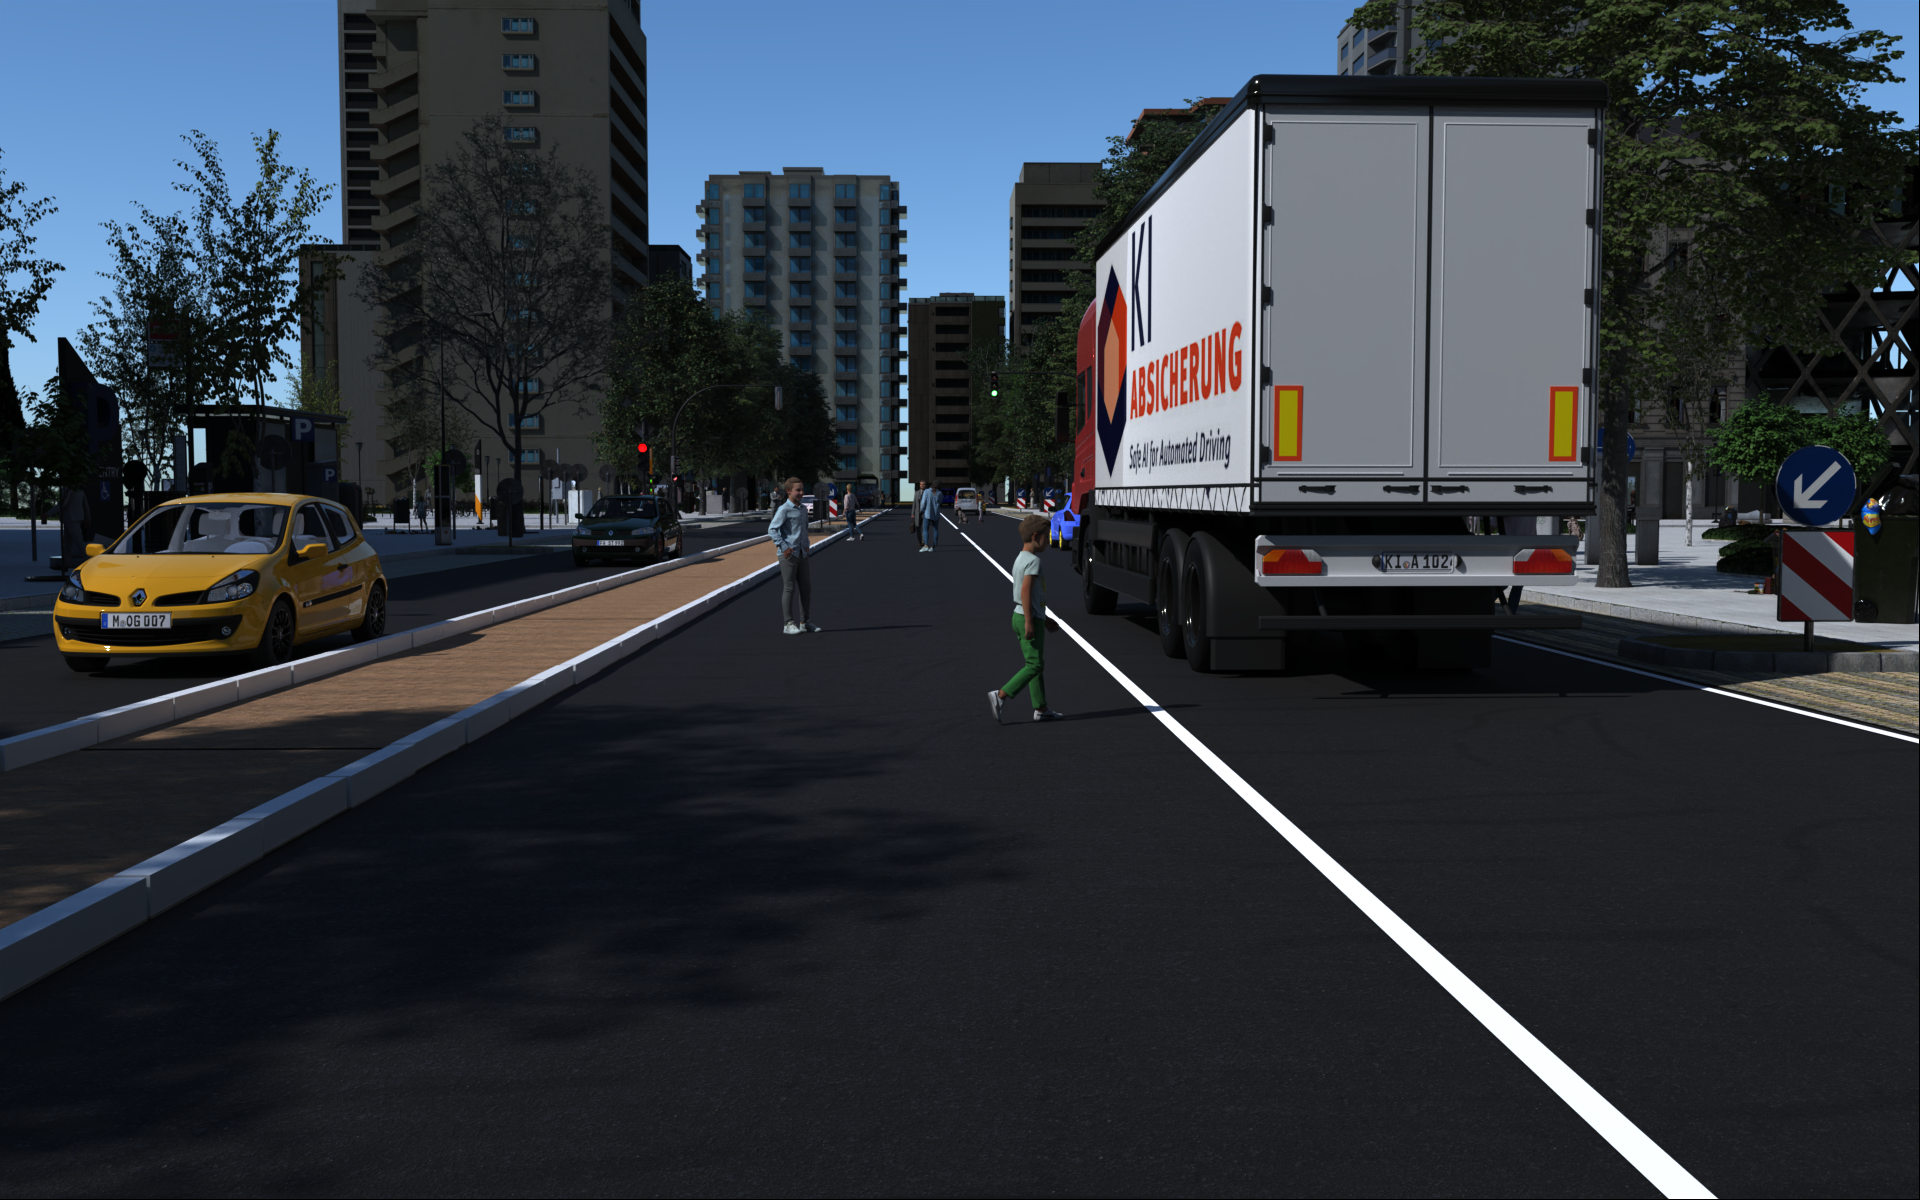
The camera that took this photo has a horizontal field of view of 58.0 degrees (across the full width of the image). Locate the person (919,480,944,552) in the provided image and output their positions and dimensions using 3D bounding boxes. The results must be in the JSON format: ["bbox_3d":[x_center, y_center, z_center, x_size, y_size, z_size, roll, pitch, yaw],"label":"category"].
[{"bbox_3d":[-0.711,-2.101,43.124,0.793,1.790,0.793,3,4,36],"label":"person"}]

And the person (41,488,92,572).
[{"bbox_3d":[-14.570,-1.352,28.427,0.850,1.792,0.678,0,4,-5],"label":"person"}]

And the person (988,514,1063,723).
[{"bbox_3d":[0.408,0.116,10.859,0.590,1.304,0.306,-2,4,-33],"label":"person"}]

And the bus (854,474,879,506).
[{"bbox_3d":[-11.350,-13.525,212.680,2.896,3.916,12.252,0,4,-2],"label":"bus"}]

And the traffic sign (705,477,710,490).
[{"bbox_3d":[-18.927,-7.868,128.744,0.768,2.556,0.104,0,4,4],"label":"traffic sign"}]

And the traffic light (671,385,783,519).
[{"bbox_3d":[-9.783,-5.967,72.232,4.771,5.953,1.251,0,4,-1],"label":"traffic light"}]

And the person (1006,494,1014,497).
[{"bbox_3d":[5.442,-11.055,187.472,0.721,1.739,1.217,3,5,45],"label":"person"}]

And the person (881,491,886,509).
[{"bbox_3d":[-6.948,-9.087,157.789,0.721,1.735,1.217,0,4,8],"label":"person"}]

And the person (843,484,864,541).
[{"bbox_3d":[-3.216,-2.699,53.298,0.598,1.740,0.731,2,4,26],"label":"person"}]

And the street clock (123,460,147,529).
[{"bbox_3d":[-17.473,-1.967,36.731,0.471,2.002,0.358,-2,4,-24],"label":"street clock"}]

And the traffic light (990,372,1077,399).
[{"bbox_3d":[3.482,-5.488,64.394,4.771,5.953,1.251,0,4,-1],"label":"traffic light"}]

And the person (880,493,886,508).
[{"bbox_3d":[-7.949,-10.423,179.445,0.617,1.759,0.750,-1,4,-13],"label":"person"}]

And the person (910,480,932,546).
[{"bbox_3d":[-1.052,-2.378,47.477,0.694,1.812,0.767,1,4,13],"label":"person"}]

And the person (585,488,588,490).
[{"bbox_3d":[-30.633,-8.343,142.633,0.473,1.802,0.592,3,4,36],"label":"person"}]

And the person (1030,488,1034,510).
[{"bbox_3d":[5.932,-8.353,143.161,0.362,1.759,0.519,-1,4,-16],"label":"person"}]

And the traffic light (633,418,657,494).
[{"bbox_3d":[-11.685,-4.602,64.165,0.839,4.253,0.868,0,4,-1],"label":"traffic light"}]

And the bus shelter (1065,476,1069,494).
[{"bbox_3d":[8.169,-8.573,117.802,2.179,5.291,8.768,0,4,-1],"label":"bus shelter"}]

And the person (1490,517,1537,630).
[{"bbox_3d":[5.686,-0.551,18.185,0.731,1.740,0.598,-3,4,-38],"label":"person"}]

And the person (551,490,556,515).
[{"bbox_3d":[-24.361,-5.973,103.884,0.466,1.800,0.511,2,4,32],"label":"person"}]

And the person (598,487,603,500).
[{"bbox_3d":[-26.879,-7.531,129.358,0.728,1.800,0.709,0,4,-3],"label":"person"}]

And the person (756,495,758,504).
[{"bbox_3d":[-18.301,-8.886,154.586,1.065,1.426,0.557,-2,4,-27],"label":"person"}]

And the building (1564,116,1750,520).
[{"bbox_3d":[30.305,-14.776,90.744,18.267,20.994,9.793,0,4,-1],"label":"building"}]

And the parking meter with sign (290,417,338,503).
[{"bbox_3d":[-14.315,-2.605,38.846,1.738,3.016,0.543,3,5,41],"label":"parking meter with sign"}]

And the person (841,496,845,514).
[{"bbox_3d":[-8.163,-6.644,121.385,0.306,1.304,0.590,-2,4,-28],"label":"person"}]

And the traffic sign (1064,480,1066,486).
[{"bbox_3d":[9.050,-8.835,144.554,0.768,2.556,0.104,0,4,5],"label":"traffic sign"}]

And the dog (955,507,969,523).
[{"bbox_3d":[0.218,-4.171,85.026,0.800,0.831,0.513,3,5,39],"label":"dog"}]

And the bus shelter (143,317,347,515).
[{"bbox_3d":[-17.367,-3.936,41.987,2.179,5.291,8.768,0,4,-2],"label":"bus shelter"}]

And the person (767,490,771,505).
[{"bbox_3d":[-21.508,-11.504,194.688,0.434,1.755,0.990,-2,4,-28],"label":"person"}]

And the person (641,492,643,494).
[{"bbox_3d":[-25.817,-8.210,141.113,0.563,1.720,0.643,-3,5,-41],"label":"person"}]

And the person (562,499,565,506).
[{"bbox_3d":[-31.399,-7.753,137.812,0.505,1.210,0.382,-2,4,-31],"label":"person"}]

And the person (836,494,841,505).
[{"bbox_3d":[-14.457,-11.825,202.664,1.217,1.723,0.721,-1,4,-8],"label":"person"}]

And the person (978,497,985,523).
[{"bbox_3d":[1.080,-4.538,86.971,0.394,1.301,0.425,-1,4,-9],"label":"person"}]

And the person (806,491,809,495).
[{"bbox_3d":[-19.639,-13.167,222.131,0.445,1.727,0.742,-2,4,-29],"label":"person"}]

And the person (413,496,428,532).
[{"bbox_3d":[-18.388,-2.935,59.039,0.505,1.210,0.382,-1,4,-12],"label":"person"}]

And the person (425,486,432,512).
[{"bbox_3d":[-37.034,-7.005,120.670,0.850,1.850,0.679,-2,4,-26],"label":"person"}]

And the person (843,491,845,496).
[{"bbox_3d":[-13.315,-11.617,198.368,0.705,1.831,1.348,0,4,-5],"label":"person"}]

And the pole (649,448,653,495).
[{"bbox_3d":[-13.593,-5.035,76.164,0.158,3.312,0.155,0,3,0],"label":"pole"}]

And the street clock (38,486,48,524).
[{"bbox_3d":[-38.761,-4.200,73.235,0.471,2.002,0.358,-3,5,-39],"label":"street clock"}]

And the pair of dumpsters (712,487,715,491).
[{"bbox_3d":[-19.872,-8.715,144.978,1.574,2.255,4.437,0,4,-1],"label":"pair of dumpsters"}]

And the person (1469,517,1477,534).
[{"bbox_3d":[13.808,-2.217,46.566,0.394,1.301,0.425,-3,5,-43],"label":"person"}]

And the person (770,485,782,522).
[{"bbox_3d":[-7.779,-3.961,73.441,0.511,1.800,0.466,-3,5,-41],"label":"person"}]

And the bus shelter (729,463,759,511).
[{"bbox_3d":[-15.797,-8.319,127.300,1.731,3.624,6.357,0,4,-1],"label":"bus shelter"}]

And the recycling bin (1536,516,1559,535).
[{"bbox_3d":[9.634,-1.012,29.100,0.722,1.027,0.722,2,4,26],"label":"recycling bin"}]

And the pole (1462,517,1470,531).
[{"bbox_3d":[8.544,-2.172,29.353,0.158,3.312,0.155,0,3,0],"label":"pole"}]

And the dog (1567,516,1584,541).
[{"bbox_3d":[16.785,-2.016,47.348,0.513,0.831,0.800,2,4,24],"label":"dog"}]

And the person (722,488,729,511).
[{"bbox_3d":[-17.788,-7.642,131.418,0.534,1.772,0.576,1,4,23],"label":"person"}]

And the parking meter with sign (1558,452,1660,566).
[{"bbox_3d":[11.720,-2.145,31.335,1.738,3.016,0.543,1,4,12],"label":"parking meter with sign"}]

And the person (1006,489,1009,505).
[{"bbox_3d":[5.958,-12.481,209.731,0.705,1.869,1.348,-3,5,-44],"label":"person"}]

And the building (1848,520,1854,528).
[{"bbox_3d":[34.685,-30.204,35.830,21.231,58.520,28.212,0,4,-1],"label":"building"}]

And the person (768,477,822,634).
[{"bbox_3d":[-1.704,-0.459,17.817,0.330,1.601,0.589,3,5,44],"label":"person"}]

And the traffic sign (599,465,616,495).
[{"bbox_3d":[-15.241,-4.576,74.928,0.768,2.556,0.104,0,4,3],"label":"traffic sign"}]

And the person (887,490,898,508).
[{"bbox_3d":[-6.828,-10.271,176.453,1.348,1.821,0.705,2,4,35],"label":"person"}]

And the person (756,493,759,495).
[{"bbox_3d":[-22.879,-11.747,198.114,1.348,1.824,0.705,1,4,14],"label":"person"}]

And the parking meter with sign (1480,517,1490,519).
[{"bbox_3d":[19.830,-4.141,63.964,1.738,3.016,0.543,-3,5,-39],"label":"parking meter with sign"}]
